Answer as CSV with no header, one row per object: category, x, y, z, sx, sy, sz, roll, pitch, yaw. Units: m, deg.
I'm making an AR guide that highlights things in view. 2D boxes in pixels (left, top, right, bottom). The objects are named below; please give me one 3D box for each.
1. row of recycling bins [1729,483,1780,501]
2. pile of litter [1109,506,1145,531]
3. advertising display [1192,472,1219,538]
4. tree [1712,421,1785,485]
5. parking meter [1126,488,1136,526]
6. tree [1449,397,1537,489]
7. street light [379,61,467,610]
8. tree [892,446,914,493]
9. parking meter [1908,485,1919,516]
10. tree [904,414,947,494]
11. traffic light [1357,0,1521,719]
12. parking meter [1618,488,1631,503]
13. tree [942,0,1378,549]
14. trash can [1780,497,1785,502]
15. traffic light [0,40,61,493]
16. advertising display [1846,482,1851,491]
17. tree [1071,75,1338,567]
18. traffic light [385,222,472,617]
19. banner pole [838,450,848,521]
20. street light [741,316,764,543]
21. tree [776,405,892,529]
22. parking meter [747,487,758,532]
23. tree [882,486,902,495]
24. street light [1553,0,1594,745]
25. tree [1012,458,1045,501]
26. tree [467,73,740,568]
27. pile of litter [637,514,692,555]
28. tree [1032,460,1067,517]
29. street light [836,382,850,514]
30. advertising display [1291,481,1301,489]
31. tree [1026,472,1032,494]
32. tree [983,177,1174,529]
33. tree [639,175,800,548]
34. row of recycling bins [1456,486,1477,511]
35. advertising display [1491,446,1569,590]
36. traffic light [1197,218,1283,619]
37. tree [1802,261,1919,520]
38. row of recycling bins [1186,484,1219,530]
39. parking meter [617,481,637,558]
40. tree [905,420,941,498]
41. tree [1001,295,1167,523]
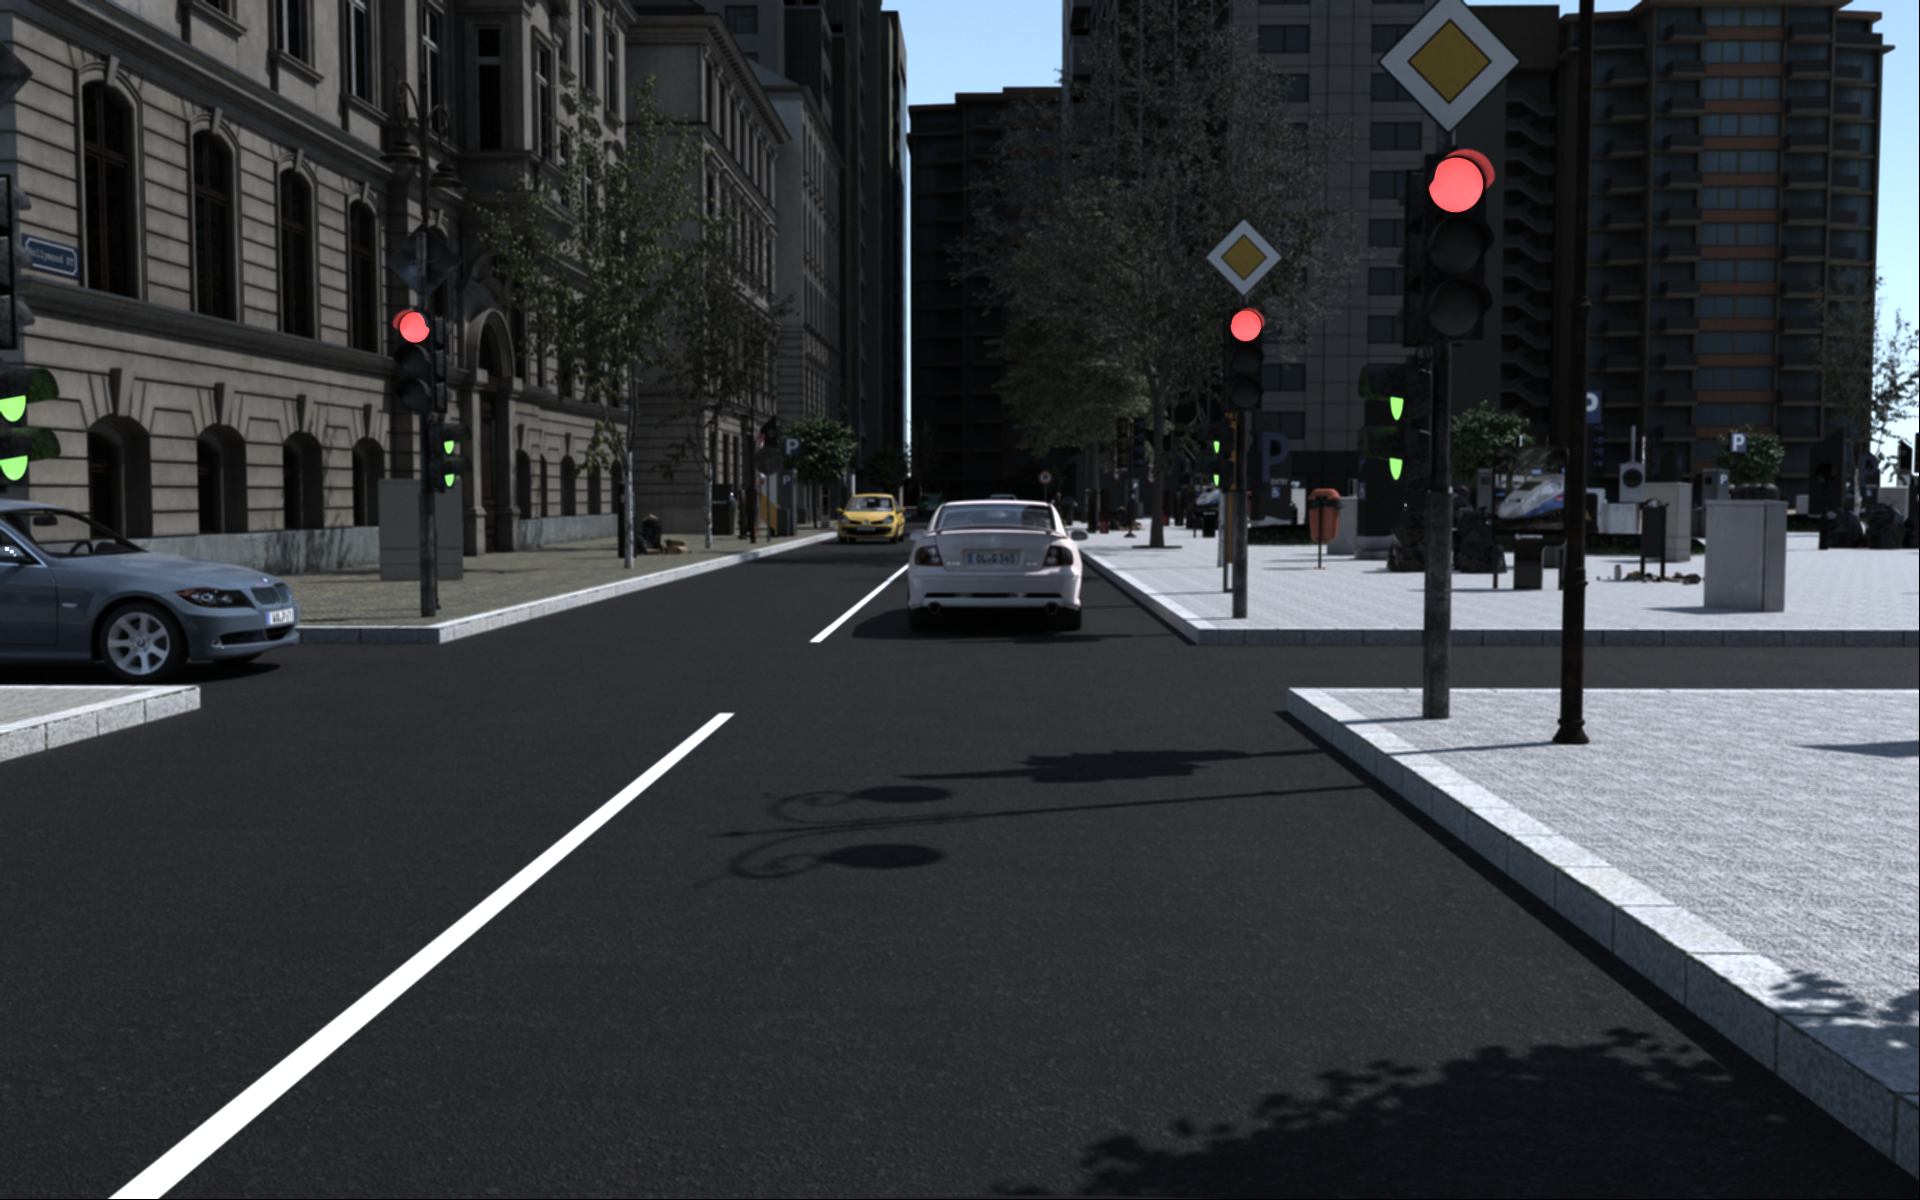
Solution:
row of recycling bins,31.181,-3.754,68.489,1.069,1.692,3.534,0,4,-6
pile of litter,5.953,-2.895,61.292,1.719,0.858,1.176,-3,4,-36
advertising display,7.342,-2.804,51.062,0.974,1.923,0.123,-1,4,-8
tree,35.639,-5.794,78.453,4.285,4.588,4.351,0,3,0
parking meter,6.889,-3.753,69.771,0.372,1.533,0.369,0,3,0
tree,17.814,-4.594,58.823,4.285,4.588,4.351,0,3,0
street light,-5.878,-2.835,19.133,0.468,5.910,1.993,0,4,1
tree,-4.232,-7.259,102.392,4.285,4.588,4.351,0,3,0
parking meter,25.409,-2.301,46.029,0.372,1.533,0.369,0,3,0
tree,-3.127,-12.724,158.399,4.737,8.622,4.395,0,3,0
traffic light,2.712,-1.279,9.825,0.839,4.253,0.868,0,4,1
parking meter,27.101,-3.818,70.831,0.372,1.533,0.369,0,3,0
tree,4.730,-7.965,40.593,12.009,13.543,11.850,0,3,0
trash can,39.503,-4.413,83.803,0.748,1.137,0.748,0,3,0
traffic light,-5.698,-1.288,9.980,0.839,4.253,0.868,0,4,1
advertising display,45.776,-5.192,90.110,0.974,1.923,0.123,1,4,14
tree,4.407,-4.890,30.315,4.360,8.622,3.978,0,3,0
traffic light,-5.535,-1.776,17.964,0.839,4.253,0.868,0,4,1
banner pole,-5.184,-5.263,76.063,0.401,3.779,0.863,3,4,36
street light,-5.392,-4.416,44.983,0.468,5.910,1.993,0,4,1
tree,-5.273,-4.908,63.961,4.285,4.588,4.351,0,3,0
parking meter,-7.041,-3.075,58.683,0.372,1.533,0.369,0,3,0
tree,-4.484,-7.290,113.793,1.663,3.219,1.824,0,3,0
street light,3.158,-2.201,8.775,0.468,5.910,1.993,0,4,1
tree,6.334,-10.570,156.529,4.285,4.588,4.351,0,3,0
tree,-5.983,-4.857,29.775,4.737,8.622,4.395,0,3,0
pile of litter,-6.385,-1.421,37.198,1.176,0.858,1.719,3,5,40
tree,5.309,-6.284,97.346,1.663,3.219,1.824,0,3,0
street light,-4.857,-6.053,71.755,0.468,5.910,1.993,0,4,1
advertising display,15.995,-4.801,83.707,0.974,1.923,0.123,-1,4,-17
tree,6.131,-9.526,150.358,1.663,3.219,1.824,0,3,0
tree,4.527,-8.842,62.688,7.486,12.596,7.792,0,3,0
tree,-5.910,-5.538,40.906,4.360,8.622,3.978,0,3,0
row of recycling bins,23.734,-4.680,83.636,3.534,1.692,1.069,0,4,-2
advertising display,7.661,-1.106,23.301,0.974,1.923,0.123,2,4,27
traffic light,2.875,-1.767,17.808,0.839,4.253,0.868,0,4,1
tree,28.423,-6.363,54.397,4.360,8.622,3.978,0,3,0
row of recycling bins,9.188,-3.446,63.451,1.069,1.692,3.534,-1,4,-11
parking meter,-6.698,-1.617,34.848,0.372,1.533,0.369,0,3,0
tree,-3.863,-13.469,170.578,4.360,8.622,3.978,0,3,0
tree,5.261,-8.665,76.080,8.767,10.594,7.601,3,4,38
